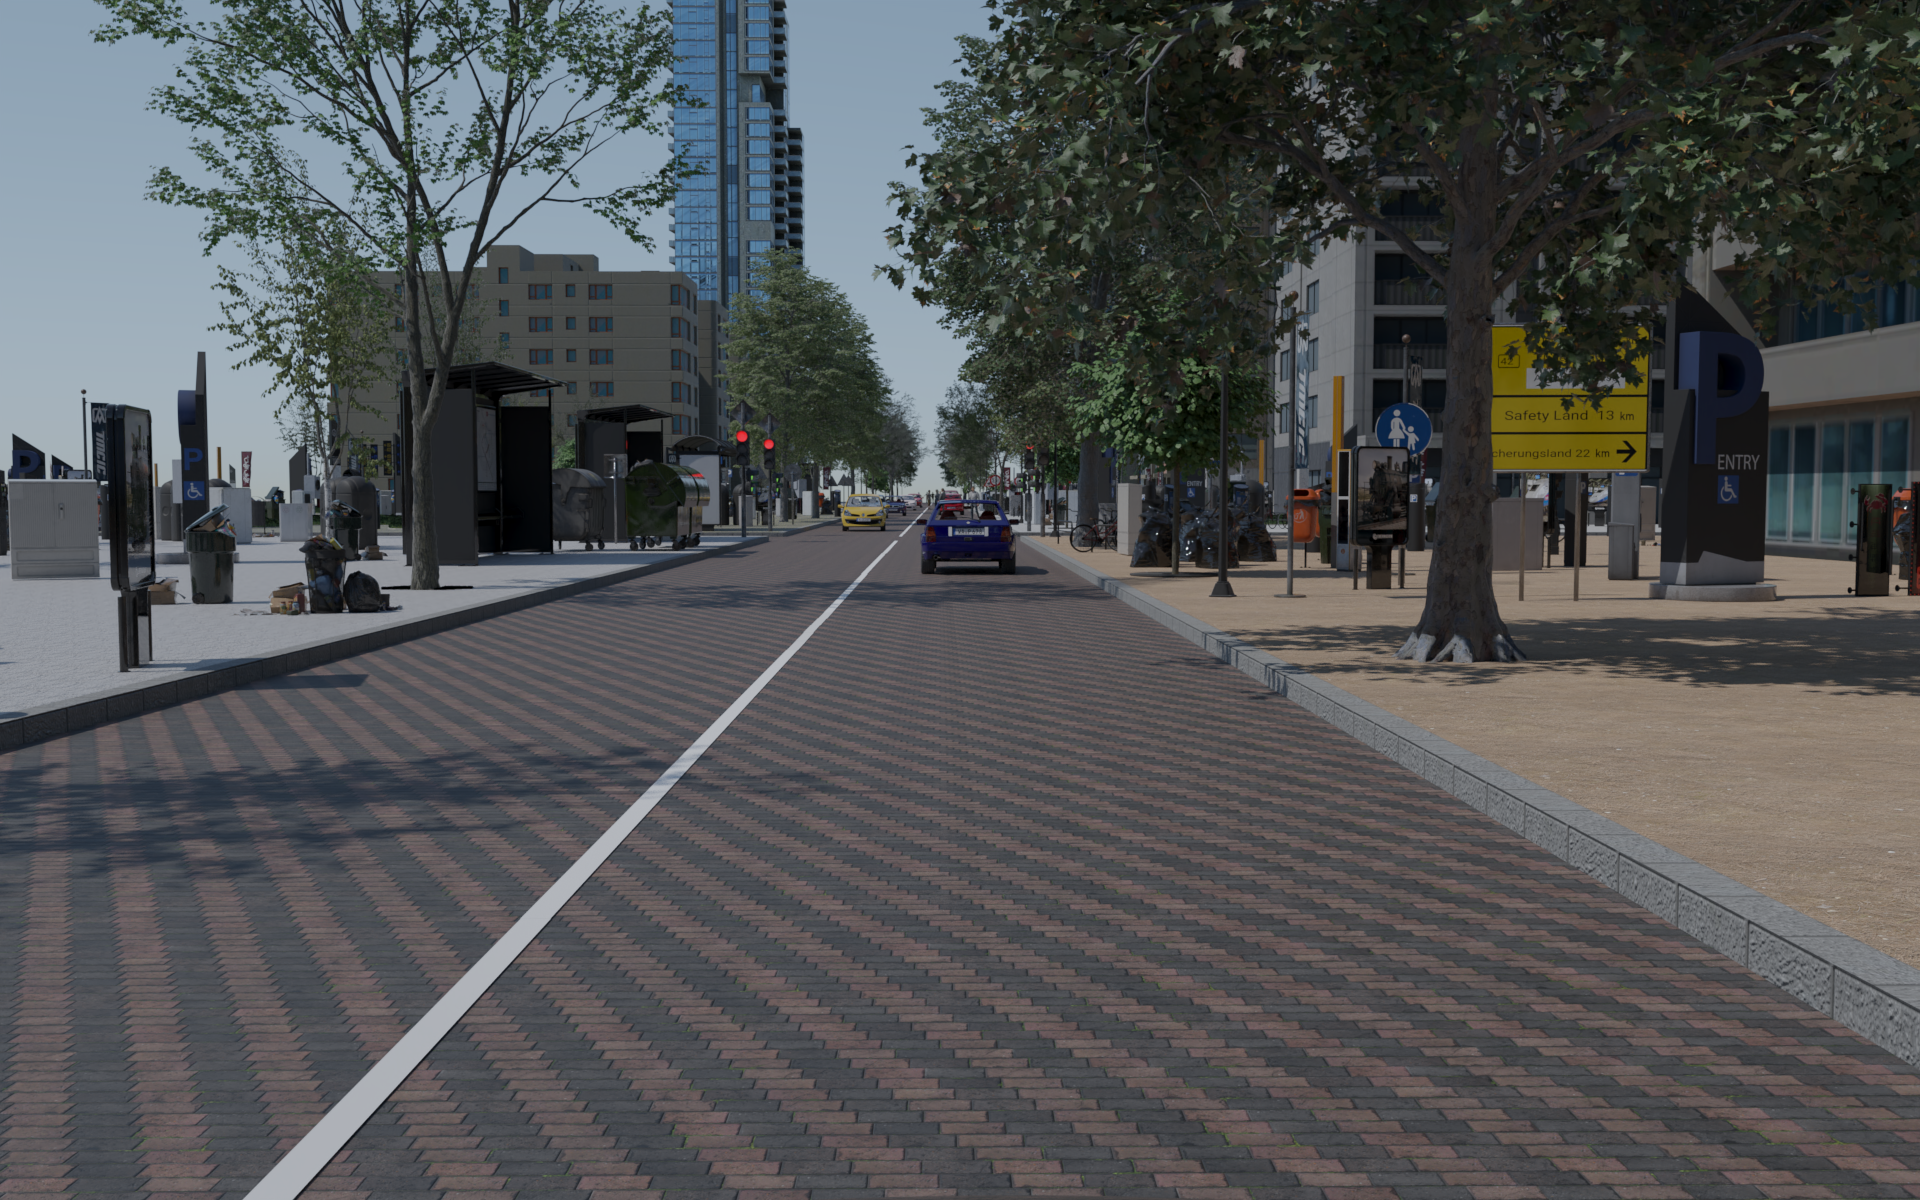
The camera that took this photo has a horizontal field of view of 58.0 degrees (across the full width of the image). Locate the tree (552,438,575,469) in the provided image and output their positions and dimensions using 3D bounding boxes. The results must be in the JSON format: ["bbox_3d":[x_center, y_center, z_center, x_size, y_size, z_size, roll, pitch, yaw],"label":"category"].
[{"bbox_3d":[-19.010,-6.325,87.120,4.285,4.588,4.351,0,3,0],"label":"tree"}]

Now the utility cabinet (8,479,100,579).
[{"bbox_3d":[-13.622,-1.062,26.047,1.173,1.500,0.318,-2,4,-31],"label":"utility cabinet"}]

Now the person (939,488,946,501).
[{"bbox_3d":[-1.166,-5.803,103.651,0.573,1.790,0.520,2,4,23],"label":"person"}]

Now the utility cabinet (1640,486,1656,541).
[{"bbox_3d":[18.316,-2.341,46.947,1.173,1.500,0.318,-2,4,-24],"label":"utility cabinet"}]

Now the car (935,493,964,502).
[{"bbox_3d":[-0.625,-6.694,118.494,2.155,1.783,4.494,0,4,-1],"label":"car"}]

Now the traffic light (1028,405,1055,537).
[{"bbox_3d":[2.448,-3.829,51.519,0.839,4.253,0.868,0,4,-1],"label":"traffic light"}]

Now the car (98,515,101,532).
[{"bbox_3d":[-29.851,-2.657,56.018,3.894,1.354,1.945,0,3,0],"label":"car"}]

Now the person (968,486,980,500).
[{"bbox_3d":[0.744,-4.931,88.960,0.661,1.843,0.795,2,4,25],"label":"person"}]

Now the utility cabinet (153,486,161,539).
[{"bbox_3d":[-22.957,-2.475,49.141,1.173,1.500,0.318,3,4,38],"label":"utility cabinet"}]

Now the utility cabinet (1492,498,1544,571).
[{"bbox_3d":[9.273,-1.096,29.085,1.020,1.237,0.306,-1,4,-17],"label":"utility cabinet"}]

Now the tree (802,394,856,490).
[{"bbox_3d":[-8.044,-9.044,98.229,4.360,8.622,3.978,0,3,0],"label":"tree"}]

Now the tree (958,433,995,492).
[{"bbox_3d":[1.908,-12.716,158.263,4.360,8.622,3.978,0,3,0],"label":"tree"}]

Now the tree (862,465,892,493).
[{"bbox_3d":[-9.082,-12.563,189.122,4.285,4.588,4.351,0,3,0],"label":"tree"}]

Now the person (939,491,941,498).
[{"bbox_3d":[-2.392,-11.794,201.862,0.617,1.759,0.750,3,4,37],"label":"person"}]

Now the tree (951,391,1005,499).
[{"bbox_3d":[1.200,-17.816,201.658,12.009,13.543,11.850,0,3,0],"label":"tree"}]

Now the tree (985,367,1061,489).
[{"bbox_3d":[3.506,-8.368,87.181,4.737,8.622,4.395,0,3,0],"label":"tree"}]

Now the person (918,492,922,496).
[{"bbox_3d":[-6.368,-15.762,266.943,1.217,1.736,0.721,0,4,-7],"label":"person"}]

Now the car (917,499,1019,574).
[{"bbox_3d":[0.148,-1.212,32.395,1.945,1.354,3.894,0,3,0],"label":"car"}]

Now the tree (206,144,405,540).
[{"bbox_3d":[-13.516,-5.276,36.625,4.737,8.622,4.395,0,3,0],"label":"tree"}]

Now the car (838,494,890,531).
[{"bbox_3d":[-3.748,-3.522,67.813,2.015,1.641,3.980,0,4,-2],"label":"car"}]

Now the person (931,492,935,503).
[{"bbox_3d":[-4.551,-17.206,289.919,1.348,1.812,0.705,0,4,-2],"label":"person"}]

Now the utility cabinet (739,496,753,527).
[{"bbox_3d":[-8.460,-3.498,68.360,0.306,1.237,1.020,-1,4,-23],"label":"utility cabinet"}]

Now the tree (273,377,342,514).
[{"bbox_3d":[-39.743,-9.526,106.106,4.360,8.622,3.978,0,3,0],"label":"tree"}]

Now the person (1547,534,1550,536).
[{"bbox_3d":[18.653,-2.742,55.140,0.589,1.601,0.330,-2,4,-28],"label":"person"}]

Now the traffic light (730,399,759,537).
[{"bbox_3d":[-6.412,-3.822,51.406,0.839,4.253,0.868,0,4,-1],"label":"traffic light"}]

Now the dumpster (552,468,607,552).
[{"bbox_3d":[-8.788,-2.048,39.248,1.264,1.857,1.865,0,4,-1],"label":"dumpster"}]

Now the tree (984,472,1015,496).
[{"bbox_3d":[3.053,-8.053,126.274,1.663,3.219,1.824,0,3,0],"label":"tree"}]

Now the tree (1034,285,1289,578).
[{"bbox_3d":[3.448,-2.650,27.041,4.285,4.588,4.351,0,3,0],"label":"tree"}]

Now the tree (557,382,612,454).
[{"bbox_3d":[-24.368,-9.874,111.806,4.360,8.622,3.978,0,3,0],"label":"tree"}]

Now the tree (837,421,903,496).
[{"bbox_3d":[-9.193,-14.614,173.355,8.767,10.594,7.601,1,4,16],"label":"tree"}]

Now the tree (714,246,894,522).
[{"bbox_3d":[-7.885,-9.897,79.936,7.486,12.596,7.792,0,3,0],"label":"tree"}]

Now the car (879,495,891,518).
[{"bbox_3d":[-5.154,-5.598,103.531,2.014,1.417,4.499,0,4,-2],"label":"car"}]

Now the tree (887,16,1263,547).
[{"bbox_3d":[3.107,-8.269,41.848,9.857,13.997,8.962,0,3,0],"label":"tree"}]

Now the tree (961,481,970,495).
[{"bbox_3d":[0.844,-16.812,269.478,1.663,3.219,1.824,0,3,0],"label":"tree"}]

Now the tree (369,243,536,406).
[{"bbox_3d":[-14.138,-5.976,48.066,4.360,8.622,3.978,0,3,0],"label":"tree"}]

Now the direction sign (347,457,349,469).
[{"bbox_3d":[-37.105,-6.976,106.058,0.876,3.537,0.379,1,4,15],"label":"direction sign"}]

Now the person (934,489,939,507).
[{"bbox_3d":[-1.795,-7.576,132.544,0.526,1.800,0.537,-2,4,-23],"label":"person"}]

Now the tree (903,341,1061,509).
[{"bbox_3d":[2.238,-10.095,99.463,8.767,10.594,7.601,1,4,16],"label":"tree"}]

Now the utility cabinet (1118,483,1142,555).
[{"bbox_3d":[3.581,-1.697,36.425,0.318,1.500,1.173,0,4,-5],"label":"utility cabinet"}]

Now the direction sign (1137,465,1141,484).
[{"bbox_3d":[13.828,-8.671,133.763,0.379,3.537,0.876,1,4,21],"label":"direction sign"}]

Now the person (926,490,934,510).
[{"bbox_3d":[-2.819,-9.290,160.390,0.705,1.824,1.348,2,4,30],"label":"person"}]

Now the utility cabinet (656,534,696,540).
[{"bbox_3d":[-7.855,-2.393,47.808,0.318,1.500,1.173,3,5,41],"label":"utility cabinet"}]

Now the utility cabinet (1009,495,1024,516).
[{"bbox_3d":[3.420,-5.552,101.933,1.020,1.237,0.306,-1,4,-22],"label":"utility cabinet"}]

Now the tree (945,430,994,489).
[{"bbox_3d":[1.267,-20.411,251.848,7.486,12.596,7.792,0,3,0],"label":"tree"}]

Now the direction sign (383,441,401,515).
[{"bbox_3d":[-23.988,-4.983,73.464,0.876,3.537,0.379,-2,4,-31],"label":"direction sign"}]

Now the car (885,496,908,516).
[{"bbox_3d":[-4.371,-6.181,113.643,1.945,1.354,3.894,0,4,-1],"label":"car"}]

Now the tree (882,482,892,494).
[{"bbox_3d":[-8.761,-13.097,208.731,1.663,3.219,1.824,0,3,0],"label":"tree"}]

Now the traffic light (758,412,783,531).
[{"bbox_3d":[-6.500,-4.310,59.391,0.839,4.253,0.868,0,4,-1],"label":"traffic light"}]

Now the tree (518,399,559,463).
[{"bbox_3d":[-32.426,-11.036,130.803,4.737,8.622,4.395,0,3,0],"label":"tree"}]

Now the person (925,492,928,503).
[{"bbox_3d":[-5.392,-16.809,283.416,1.350,1.814,0.705,-2,4,-31],"label":"person"}]

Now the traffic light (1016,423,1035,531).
[{"bbox_3d":[2.361,-4.317,59.504,0.839,4.253,0.868,0,4,-1],"label":"traffic light"}]

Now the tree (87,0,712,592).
[{"bbox_3d":[-7.072,-5.953,23.082,9.928,11.665,9.643,0,3,0],"label":"tree"}]

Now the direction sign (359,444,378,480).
[{"bbox_3d":[-26.793,-5.293,78.544,0.876,3.537,0.379,-3,5,-45],"label":"direction sign"}]

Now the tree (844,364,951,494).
[{"bbox_3d":[-8.103,-15.282,160.227,12.009,13.543,11.850,0,3,0],"label":"tree"}]

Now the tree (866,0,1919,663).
[{"bbox_3d":[4.047,-5.883,13.190,9.611,12.733,9.660,0,3,0],"label":"tree"}]

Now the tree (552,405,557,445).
[{"bbox_3d":[-25.433,-8.953,96.740,4.360,8.622,3.978,0,3,0],"label":"tree"}]
